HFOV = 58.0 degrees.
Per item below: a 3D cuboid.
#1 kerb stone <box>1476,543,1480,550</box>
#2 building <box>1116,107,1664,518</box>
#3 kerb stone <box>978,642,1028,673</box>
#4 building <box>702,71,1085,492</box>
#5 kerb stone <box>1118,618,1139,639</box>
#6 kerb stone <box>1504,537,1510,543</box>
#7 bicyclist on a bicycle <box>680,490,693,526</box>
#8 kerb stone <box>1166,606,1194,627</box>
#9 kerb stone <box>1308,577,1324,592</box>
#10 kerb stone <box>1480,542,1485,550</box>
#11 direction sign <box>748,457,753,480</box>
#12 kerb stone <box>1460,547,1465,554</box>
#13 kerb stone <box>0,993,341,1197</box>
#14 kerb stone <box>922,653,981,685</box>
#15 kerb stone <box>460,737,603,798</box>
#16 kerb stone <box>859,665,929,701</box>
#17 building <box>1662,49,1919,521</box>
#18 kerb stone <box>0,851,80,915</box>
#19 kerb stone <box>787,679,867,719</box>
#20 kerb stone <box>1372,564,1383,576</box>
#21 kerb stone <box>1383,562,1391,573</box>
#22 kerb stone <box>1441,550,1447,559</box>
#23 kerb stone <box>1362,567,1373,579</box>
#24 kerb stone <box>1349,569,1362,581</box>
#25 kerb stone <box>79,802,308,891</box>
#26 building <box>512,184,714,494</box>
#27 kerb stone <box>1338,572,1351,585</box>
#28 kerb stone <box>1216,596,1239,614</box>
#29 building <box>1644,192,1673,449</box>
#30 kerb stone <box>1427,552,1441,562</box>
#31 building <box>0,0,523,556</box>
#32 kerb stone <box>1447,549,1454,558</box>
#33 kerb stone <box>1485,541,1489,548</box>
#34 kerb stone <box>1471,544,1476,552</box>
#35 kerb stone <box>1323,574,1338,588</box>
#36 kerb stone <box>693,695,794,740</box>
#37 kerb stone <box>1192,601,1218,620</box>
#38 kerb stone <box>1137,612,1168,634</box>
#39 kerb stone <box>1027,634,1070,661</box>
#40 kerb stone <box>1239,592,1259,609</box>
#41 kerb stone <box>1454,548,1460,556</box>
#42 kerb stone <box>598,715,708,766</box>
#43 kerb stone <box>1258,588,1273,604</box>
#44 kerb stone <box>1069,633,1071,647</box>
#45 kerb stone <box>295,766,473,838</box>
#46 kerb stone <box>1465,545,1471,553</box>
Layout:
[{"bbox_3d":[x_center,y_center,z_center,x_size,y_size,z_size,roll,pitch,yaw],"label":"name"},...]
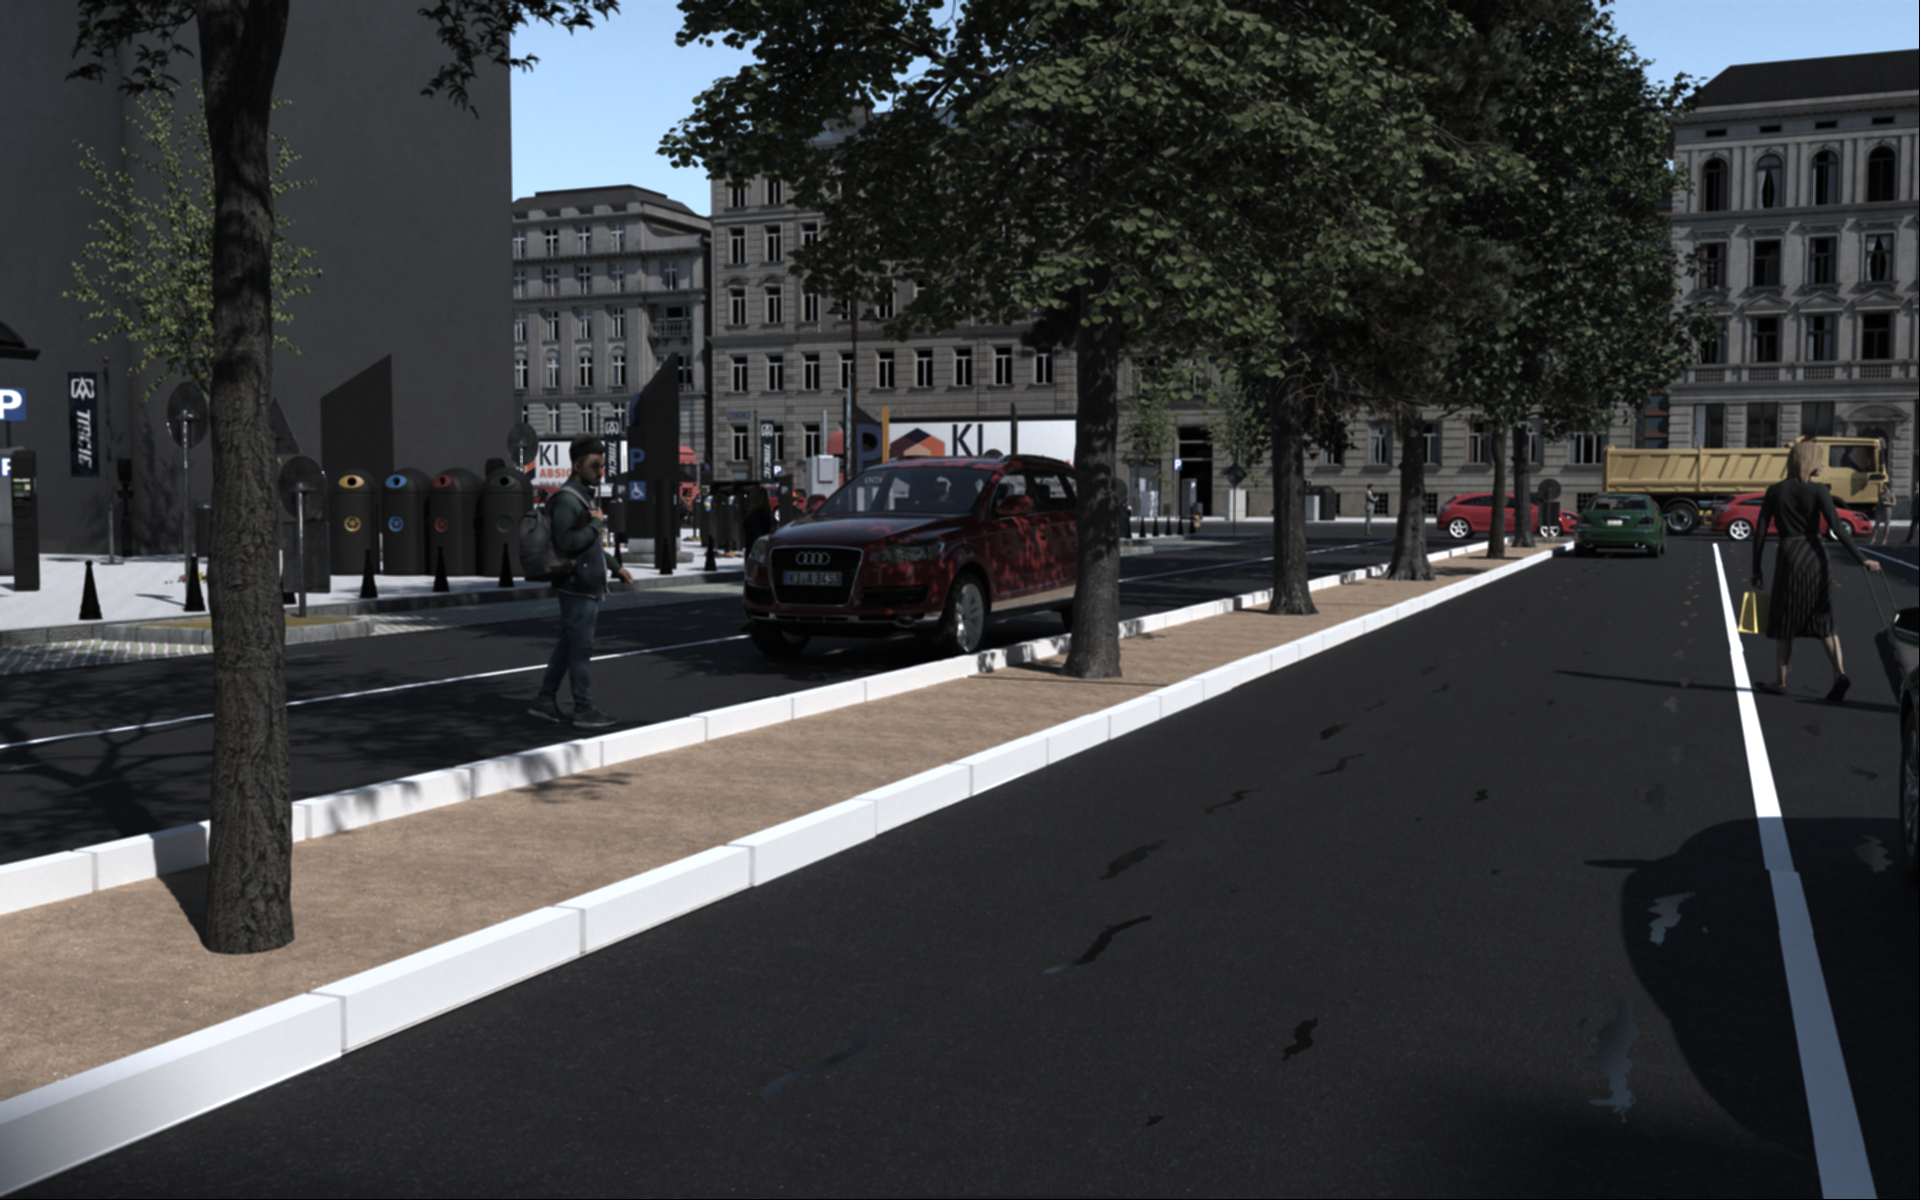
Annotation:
[{"bbox_3d":[12.893,-1.305,43.528,0.120,0.150,1.000,2,4,23],"label":"kerb stone"},{"bbox_3d":[24.374,-16.344,100.501,30.059,22.955,16.112,2,4,23],"label":"building"},{"bbox_3d":[0.304,0.486,14.257,0.120,0.150,1.000,2,4,23],"label":"kerb stone"},{"bbox_3d":[-2.339,-19.086,109.326,25.104,27.353,12.463,2,4,23],"label":"building"},{"bbox_3d":[1.531,0.312,17.093,0.120,0.150,1.000,2,4,23],"label":"kerb stone"},{"bbox_3d":[16.139,-1.761,51.080,0.120,0.150,1.000,2,4,23],"label":"kerb stone"},{"bbox_3d":[-11.888,-3.998,75.384,1.625,1.676,1.499,1,4,22],"label":"bicyclist on a bicycle"},{"bbox_3d":[2.341,0.204,18.978,0.120,0.150,1.000,2,4,23],"label":"kerb stone"},{"bbox_3d":[5.178,-0.200,25.585,0.120,0.150,1.000,2,4,23],"label":"kerb stone"},{"bbox_3d":[13.304,-1.362,44.468,0.120,0.150,1.000,2,4,23],"label":"kerb stone"},{"bbox_3d":[-12.764,-6.945,105.546,0.379,3.537,0.876,1,4,9],"label":"direction sign"},{"bbox_3d":[11.680,-1.132,40.700,0.120,0.150,1.000,2,4,23],"label":"kerb stone"},{"bbox_3d":[-1.827,1.115,3.970,0.120,0.150,1.000,2,4,23],"label":"kerb stone"},{"bbox_3d":[-0.104,0.543,13.316,0.120,0.150,1.000,2,4,23],"label":"kerb stone"},{"bbox_3d":[-2.128,0.832,8.586,0.120,0.150,1.000,2,4,23],"label":"kerb stone"},{"bbox_3d":[-0.498,0.601,12.369,0.120,0.150,1.000,2,4,23],"label":"kerb stone"},{"bbox_3d":[46.176,-15.843,87.918,19.941,23.489,11.050,2,4,23],"label":"building"},{"bbox_3d":[-3.351,1.006,5.747,0.120,0.150,1.000,2,4,23],"label":"kerb stone"},{"bbox_3d":[-0.907,0.661,11.428,0.120,0.150,1.000,2,4,23],"label":"kerb stone"},{"bbox_3d":[7.209,-0.496,30.306,0.120,0.150,1.000,2,4,23],"label":"kerb stone"},{"bbox_3d":[7.622,-0.554,31.249,0.120,0.150,1.000,2,4,23],"label":"kerb stone"},{"bbox_3d":[10.465,-0.958,37.862,0.120,0.150,1.000,2,4,23],"label":"kerb stone"},{"bbox_3d":[6.806,-0.437,29.360,0.120,0.150,1.000,2,4,23],"label":"kerb stone"},{"bbox_3d":[6.396,-0.380,28.416,0.120,0.150,1.000,2,4,23],"label":"kerb stone"},{"bbox_3d":[-2.947,0.950,6.690,0.120,0.150,1.000,2,4,23],"label":"kerb stone"},{"bbox_3d":[-24.663,-17.002,119.780,24.055,21.916,13.314,2,4,23],"label":"building"},{"bbox_3d":[5.999,-0.322,27.470,0.120,0.150,1.000,2,4,23],"label":"kerb stone"},{"bbox_3d":[3.154,0.081,20.868,0.120,0.150,1.000,2,4,23],"label":"kerb stone"},{"bbox_3d":[96.974,-36.146,245.614,28.867,44.769,22.147,2,4,23],"label":"building"},{"bbox_3d":[10.059,-0.898,36.915,0.120,0.150,1.000,2,4,23],"label":"kerb stone"},{"bbox_3d":[-25.241,-15.459,46.267,24.014,27.812,14.314,2,4,23],"label":"building"},{"bbox_3d":[10.872,-1.012,38.804,0.120,0.150,1.000,2,4,23],"label":"kerb stone"},{"bbox_3d":[13.716,-1.420,45.416,0.120,0.150,1.000,2,4,23],"label":"kerb stone"},{"bbox_3d":[12.500,-1.247,42.581,0.120,0.150,1.000,2,4,23],"label":"kerb stone"},{"bbox_3d":[5.592,-0.265,26.524,0.120,0.150,1.000,2,4,23],"label":"kerb stone"},{"bbox_3d":[-1.316,0.716,10.482,0.120,0.150,1.000,2,4,23],"label":"kerb stone"},{"bbox_3d":[2.745,0.139,19.923,0.120,0.150,1.000,2,4,23],"label":"kerb stone"},{"bbox_3d":[1.936,0.257,18.035,0.120,0.150,1.000,2,4,23],"label":"kerb stone"},{"bbox_3d":[0.719,0.429,15.200,0.120,0.150,1.000,2,4,23],"label":"kerb stone"},{"bbox_3d":[3.559,0.024,21.811,0.120,0.150,1.000,2,4,23],"label":"kerb stone"},{"bbox_3d":[11.283,-1.074,39.754,0.120,0.150,1.000,2,4,23],"label":"kerb stone"},{"bbox_3d":[-1.720,0.781,9.529,0.120,0.150,1.000,2,4,23],"label":"kerb stone"},{"bbox_3d":[3.962,-0.034,22.755,0.120,0.150,1.000,2,4,23],"label":"kerb stone"},{"bbox_3d":[1.124,0.378,16.143,0.120,0.150,1.000,2,4,23],"label":"kerb stone"},{"bbox_3d":[-2.534,0.891,7.634,0.120,0.150,1.000,2,4,23],"label":"kerb stone"},{"bbox_3d":[12.093,-1.189,41.639,0.120,0.150,1.000,2,4,23],"label":"kerb stone"}]
